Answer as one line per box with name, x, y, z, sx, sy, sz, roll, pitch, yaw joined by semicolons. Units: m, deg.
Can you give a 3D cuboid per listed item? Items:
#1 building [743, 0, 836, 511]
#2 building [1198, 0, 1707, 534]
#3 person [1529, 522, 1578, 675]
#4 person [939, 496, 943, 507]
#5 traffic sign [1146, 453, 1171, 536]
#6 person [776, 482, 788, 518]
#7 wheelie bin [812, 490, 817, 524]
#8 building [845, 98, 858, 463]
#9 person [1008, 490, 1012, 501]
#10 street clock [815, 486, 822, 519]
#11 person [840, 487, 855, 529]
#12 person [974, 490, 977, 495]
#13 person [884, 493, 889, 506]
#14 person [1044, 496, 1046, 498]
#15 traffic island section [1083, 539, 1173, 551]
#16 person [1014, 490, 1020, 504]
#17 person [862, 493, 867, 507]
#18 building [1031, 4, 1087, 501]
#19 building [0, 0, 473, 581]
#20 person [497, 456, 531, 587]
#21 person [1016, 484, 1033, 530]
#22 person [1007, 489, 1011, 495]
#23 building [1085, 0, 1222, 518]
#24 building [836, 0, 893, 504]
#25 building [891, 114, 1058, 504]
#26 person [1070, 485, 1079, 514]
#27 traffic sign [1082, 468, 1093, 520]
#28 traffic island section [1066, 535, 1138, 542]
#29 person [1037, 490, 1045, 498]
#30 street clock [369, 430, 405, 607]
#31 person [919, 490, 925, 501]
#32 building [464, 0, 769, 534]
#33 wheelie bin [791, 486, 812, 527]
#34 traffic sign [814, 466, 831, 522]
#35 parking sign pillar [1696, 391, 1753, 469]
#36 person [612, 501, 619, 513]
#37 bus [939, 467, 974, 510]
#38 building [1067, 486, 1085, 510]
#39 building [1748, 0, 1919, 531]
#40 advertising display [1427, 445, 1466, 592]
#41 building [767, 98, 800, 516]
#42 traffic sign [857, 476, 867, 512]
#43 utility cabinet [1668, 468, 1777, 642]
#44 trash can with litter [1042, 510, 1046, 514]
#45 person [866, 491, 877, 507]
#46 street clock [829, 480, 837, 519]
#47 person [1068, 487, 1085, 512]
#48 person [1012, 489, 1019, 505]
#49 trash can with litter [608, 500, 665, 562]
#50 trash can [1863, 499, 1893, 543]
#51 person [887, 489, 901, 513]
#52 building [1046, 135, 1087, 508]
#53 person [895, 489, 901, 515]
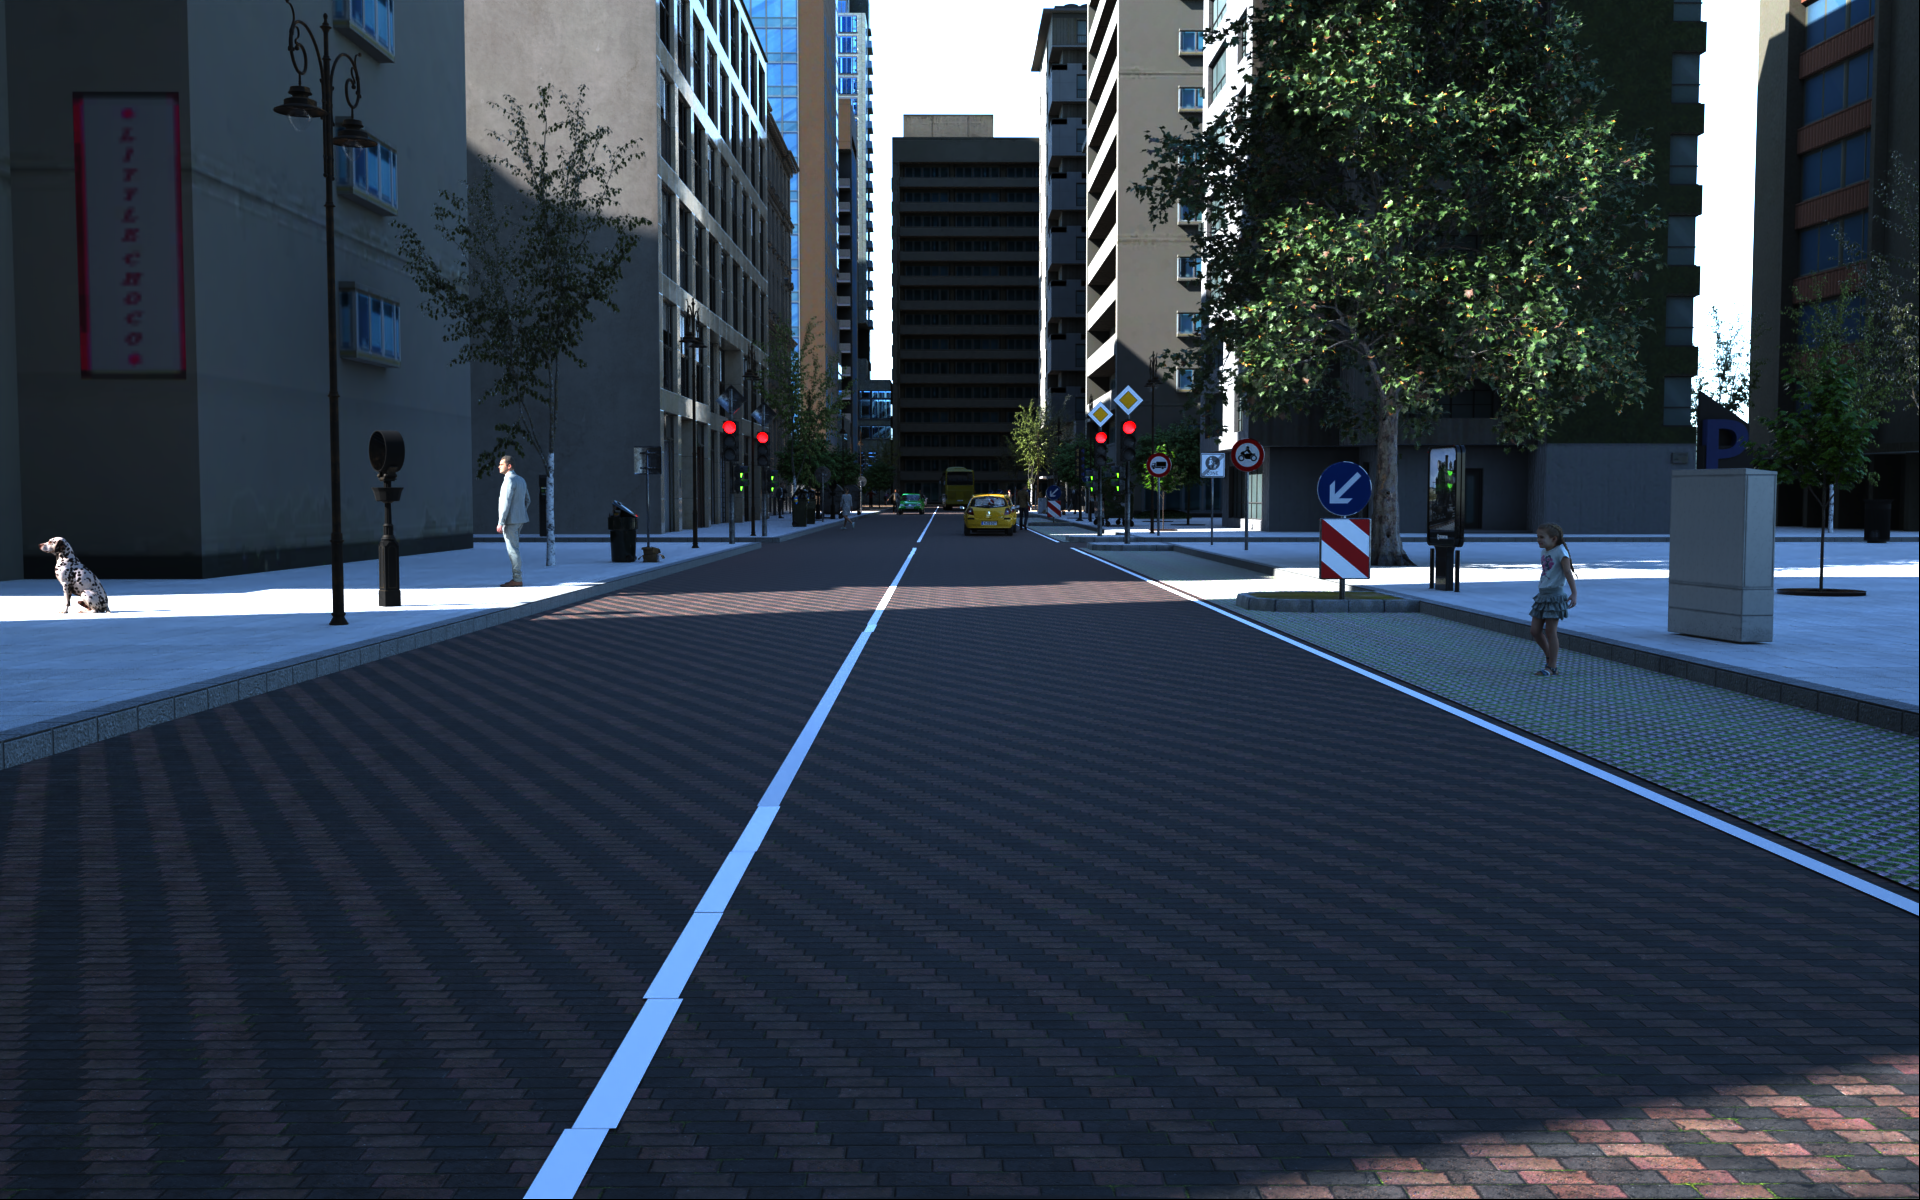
building;-16.970;-29.657;134.995;14.600;45.320;14.200;0;4;0
building;16.431;-17.702;61.128;14.107;30.474;14.160;0;4;0
person;4.712;-0.006;13.608;0.382;1.210;0.505;-1;4;-18
person;-1.845;-11.446;195.777;0.705;1.807;1.348;-3;4;-38
traffic sign;6.114;-3.253;53.293;0.768;2.556;0.104;0;4;7
person;-9.479;-5.305;92.146;0.474;1.900;0.648;1;4;22
wheelie bin;-6.519;-4.056;74.223;0.693;1.594;0.980;-1;4;-22
building;-18.842;-33.189;192.752;14.200;45.320;14.600;0;4;0
person;3.737;-7.702;134.963;0.750;1.759;0.617;2;4;35
street clock;-7.203;-5.090;87.796;0.358;2.002;0.471;1;4;19
person;-4.581;-3.753;70.607;0.760;1.731;0.466;2;4;30
person;1.399;-9.524;164.229;1.348;1.822;0.705;1;4;14
person;-8.147;-11.165;191.820;0.697;1.427;0.421;-3;5;-44
person;6.611;-7.446;130.973;0.799;1.438;0.628;2;4;31
traffic island section;4.342;-1.373;44.738;2.009;0.180;2.903;0;4;0
person;6.303;-10.865;184.199;1.217;1.766;0.721;0;4;7
person;-10.148;-10.404;176.224;1.350;1.814;0.705;1;4;17
building;22.595;-36.534;186.568;28.713;52.752;27.495;0;4;0
building;-21.950;-24.781;28.870;21.600;48.544;21.300;0;4;0
person;-6.188;-1.089;23.955;0.391;1.810;0.635;0;4;-1
person;2.564;-3.712;69.104;0.656;1.842;0.836;0;4;-3
person;5.620;-11.985;201.862;0.599;1.838;0.709;1;4;22
building;19.093;-29.361;103.748;21.300;48.544;21.600;0;4;0
building;-24.224;-55.671;222.884;31.000;86.520;22.319;0;4;0
building;2.074;-36.740;224.399;21.600;48.544;21.300;0;4;0
person;7.349;-6.442;111.142;0.659;1.850;0.755;2;4;26
traffic sign;6.301;-5.170;84.636;0.768;2.556;0.104;1;4;8
traffic island section;4.276;-1.862;52.722;2.009;0.180;2.903;0;4;0
person;9.473;-12.028;202.799;1.348;1.812;0.705;3;5;44
street clock;-6.520;-0.928;19.744;0.358;2.002;0.471;-3;5;-42
person;-3.515;-8.685;151.053;0.990;1.755;0.434;0;4;-8
building;-19.286;-16.327;71.456;19.350;26.468;34.151;0;4;0
wheelie bin;-6.279;-3.675;67.989;0.693;1.594;0.980;0;4;-2
traffic sign;-6.309;-4.861;79.591;0.768;2.556;0.104;0;4;4
parking sign pillar;19.907;-3.463;45.099;1.447;3.967;1.447;0;4;1
person;-9.354;-2.094;47.400;0.373;1.253;0.362;3;4;36
bus;-0.251;-10.052;155.895;2.896;3.916;12.252;0;4;-2
building;19.573;-42.794;137.937;20.563;71.187;20.611;0;4;0
building;45.871;-25.190;66.485;28.867;44.769;22.147;0;4;0
advertising display;6.453;-1.090;23.030;0.123;1.923;0.974;0;4;-7
building;-16.595;-18.611;101.549;12.463;27.353;25.104;0;4;0
traffic sign;-6.933;-7.428;121.550;0.768;2.556;0.104;0;4;2
utility cabinet;6.732;-0.405;15.309;0.318;1.500;1.173;0;4;-7
trash can with litter;5.742;-6.161;112.117;1.055;1.170;0.624;3;5;44
person;-8.499;-9.768;165.693;1.348;1.831;0.705;2;4;35
street clock;-6.494;-5.129;88.428;0.358;2.002;0.471;2;4;24
person;8.558;-7.308;125.739;1.509;1.804;0.699;0;4;-3
person;6.099;-10.983;185.546;1.348;1.831;0.705;1;4;20
trash can with litter;-6.110;-1.304;32.704;1.055;1.170;0.624;0;4;-1
trash can;24.049;-2.064;45.398;0.748;1.137;0.748;0;3;0
person;-4.911;-7.533;131.675;1.348;1.823;0.705;-1;4;-23
building;24.513;-28.704;161.184;32.217;40.220;23.993;0;4;0
person;-4.152;-6.665;117.739;0.573;1.790;0.520;-3;5;-43
